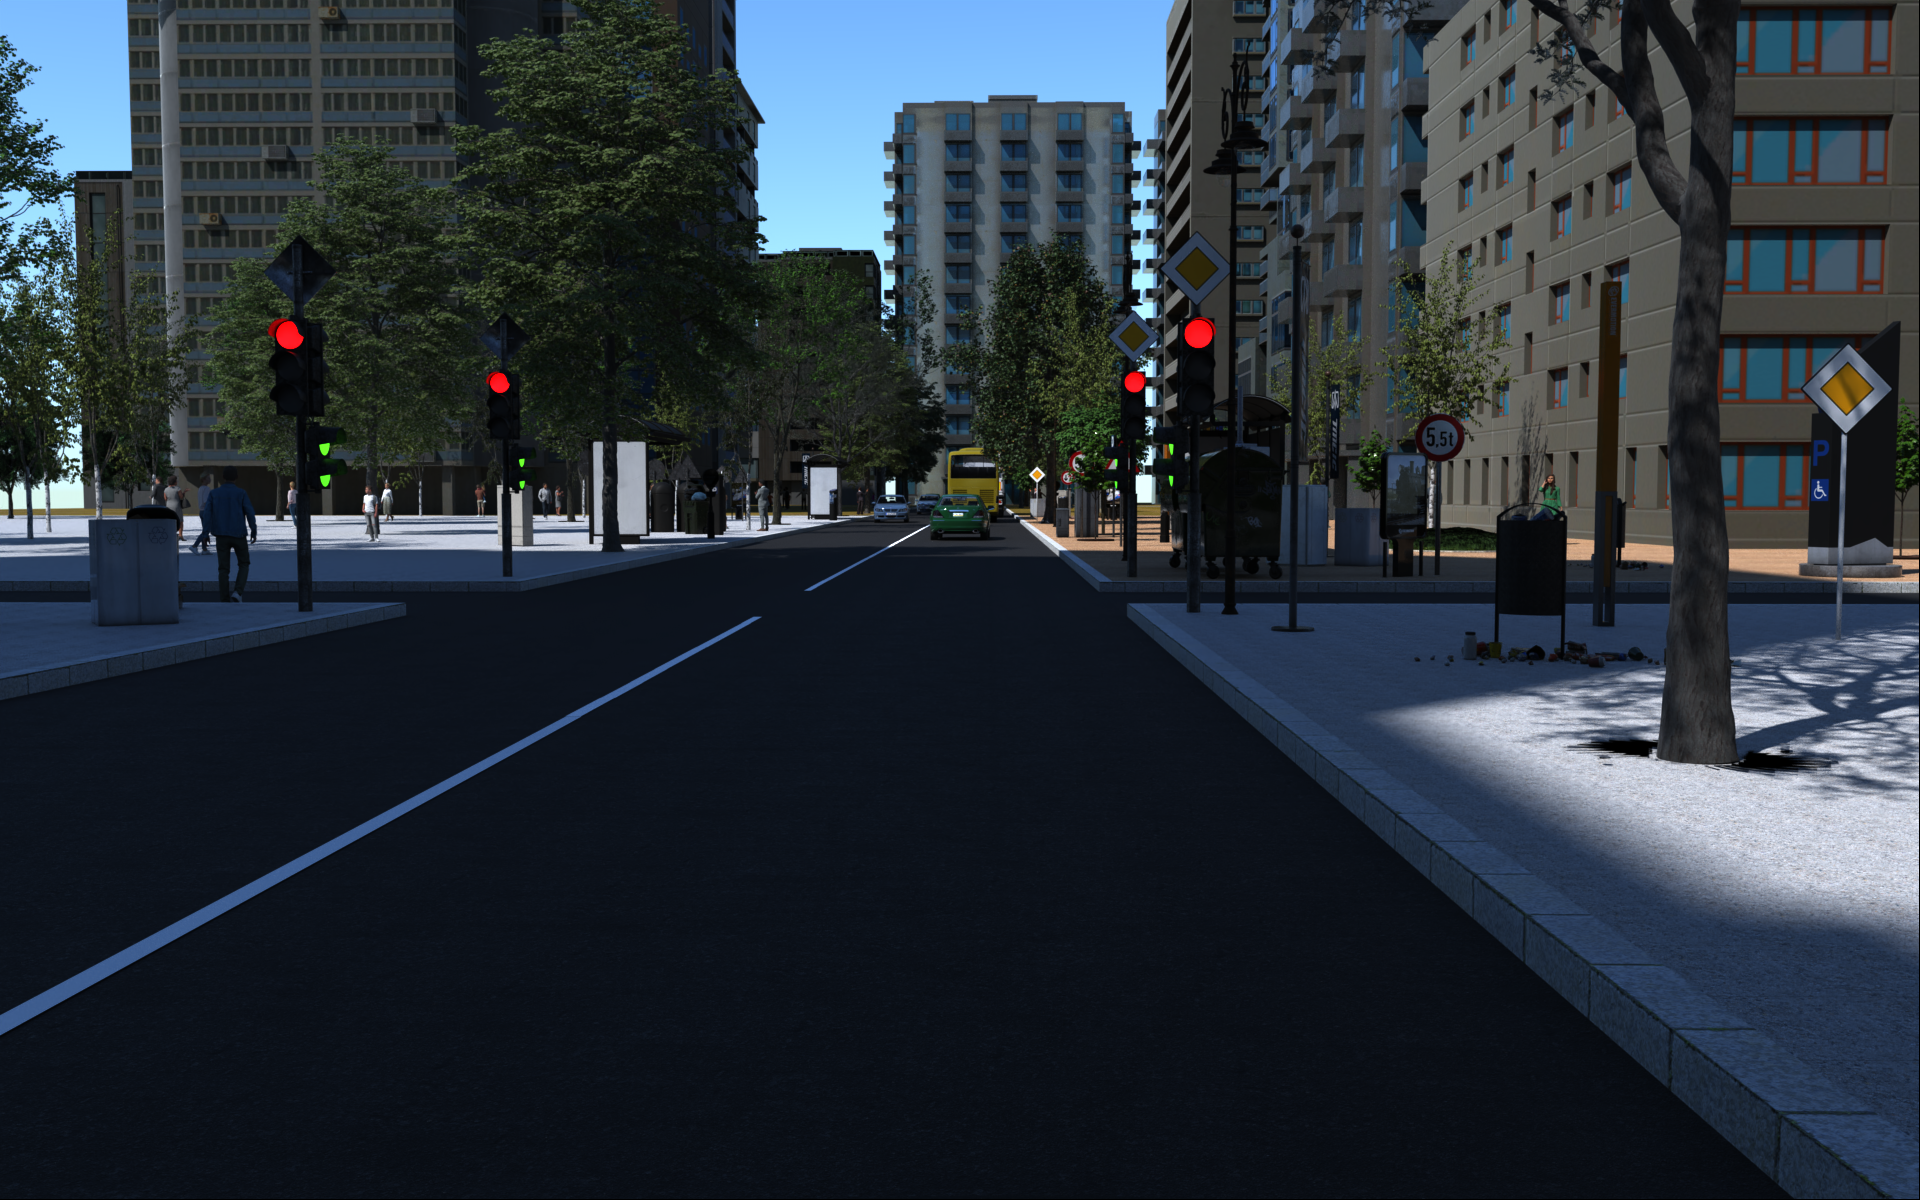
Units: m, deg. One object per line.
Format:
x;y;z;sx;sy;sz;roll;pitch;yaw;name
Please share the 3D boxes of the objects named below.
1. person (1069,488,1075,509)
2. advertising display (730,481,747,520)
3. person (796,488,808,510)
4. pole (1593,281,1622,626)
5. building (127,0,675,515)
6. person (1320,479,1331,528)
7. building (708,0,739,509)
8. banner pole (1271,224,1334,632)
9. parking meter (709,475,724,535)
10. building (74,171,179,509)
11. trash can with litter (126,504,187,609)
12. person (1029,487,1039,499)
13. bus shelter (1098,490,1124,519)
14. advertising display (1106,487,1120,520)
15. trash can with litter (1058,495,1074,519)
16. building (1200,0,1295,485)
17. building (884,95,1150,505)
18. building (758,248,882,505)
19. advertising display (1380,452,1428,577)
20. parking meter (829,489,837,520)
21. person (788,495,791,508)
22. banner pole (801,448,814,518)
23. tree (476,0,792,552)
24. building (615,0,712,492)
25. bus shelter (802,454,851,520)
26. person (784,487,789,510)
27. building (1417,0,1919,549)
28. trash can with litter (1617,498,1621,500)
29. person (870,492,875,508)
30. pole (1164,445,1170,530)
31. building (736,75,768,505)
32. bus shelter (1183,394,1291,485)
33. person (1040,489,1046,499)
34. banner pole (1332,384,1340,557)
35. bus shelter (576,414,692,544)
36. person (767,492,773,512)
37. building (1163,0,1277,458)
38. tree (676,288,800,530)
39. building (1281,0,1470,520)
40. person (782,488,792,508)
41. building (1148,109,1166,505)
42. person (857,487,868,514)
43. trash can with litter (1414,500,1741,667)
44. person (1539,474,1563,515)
9.685;-8.910;151.802;1.350;1.814;0.705;0;4;2;person
-11.117;-5.005;87.052;0.974;1.923;0.123;-3;5;-44;advertising display
-12.554;-8.149;139.295;1.348;1.823;0.705;-1;4;-12;person
6.260;-1.401;16.748;0.158;3.312;0.155;0;3;0;pole
-36.133;-25.838;114.329;32.217;40.220;23.993;0;4;1;building
13.115;-3.478;62.895;0.713;1.824;0.794;-3;5;-42;person
-34.330;-37.376;153.103;28.212;58.520;21.231;0;4;1;building
3.219;-1.613;16.395;0.401;3.779;0.863;1;4;22;banner pole
-7.622;-2.964;54.178;0.399;1.863;0.255;2;4;24;parking meter
-69.643;-23.579;157.225;14.107;30.474;14.160;0;4;1;building
-8.865;-0.466;19.013;0.624;1.170;1.055;-1;4;-18;trash can with litter
4.713;-6.365;110.921;0.742;1.727;0.445;2;4;27;person
8.293;-7.119;94.031;2.179;5.291;8.768;0;4;1;bus shelter
7.612;-4.923;85.703;0.123;1.923;0.974;-3;5;-42;advertising display
5.677;-4.782;89.237;2.233;1.210;1.678;1;4;13;trash can with litter
30.065;-49.603;123.677;22.319;86.520;31.000;0;4;1;building
6.266;-36.157;210.774;30.456;49.044;23.786;0;4;1;building
-16.604;-26.570;206.118;14.107;30.474;14.160;0;4;1;building
6.879;-1.323;26.853;0.974;1.923;0.123;-3;4;-36;advertising display
-6.173;-4.647;84.383;0.372;1.533;0.369;0;3;0;parking meter
-15.303;-8.867;154.274;0.557;1.426;1.065;1;4;19;person
-8.155;-6.335;93.601;0.863;3.779;0.401;1;4;14;banner pole
-7.584;-7.319;37.789;7.486;12.596;7.792;0;3;0;tree
-27.200;-29.540;133.097;14.600;45.320;14.200;0;4;1;building
-6.856;-5.848;89.537;2.014;3.302;5.546;0;4;1;bus shelter
-14.075;-8.237;140.350;0.705;1.869;1.348;0;4;-2;person
32.142;-12.744;53.398;28.899;21.520;27.650;0;4;1;building
11.363;-1.162;30.056;1.678;1.210;2.233;1;4;12;trash can with litter
-8.101;-9.269;160.814;0.599;1.433;0.991;-2;4;-30;person
7.393;-4.156;61.793;0.158;3.312;0.155;0;3;0;pole
-37.275;-38.206;213.908;27.495;52.752;28.713;0;4;1;building
5.921;-2.693;37.949;2.014;3.302;5.546;0;4;1;bus shelter
6.636;-8.316;142.829;1.217;1.723;0.721;2;4;29;person
7.508;-2.752;35.007;0.401;3.779;0.863;-1;4;-9;banner pole
-8.678;-3.225;46.647;2.014;3.302;5.546;0;4;1;bus shelter
-13.377;-6.873;121.679;1.065;1.426;0.557;-2;4;-34;person
29.655;-32.281;151.499;21.300;48.544;21.600;0;4;1;building
-7.768;-6.801;61.560;4.360;8.622;3.978;0;3;0;tree
28.310;-28.499;85.559;23.786;49.044;30.456;0;4;1;building
-16.463;-9.566;162.457;1.348;1.823;0.705;0;4;-8;person
37.300;-36.068;209.314;30.456;49.044;23.786;0;4;1;building
-6.158;-6.271;109.370;0.742;1.727;0.445;-1;4;-9;person
4.740;-0.132;13.222;2.233;1.210;1.678;2;4;29;trash can with litter
14.962;-2.301;43.903;0.600;1.795;0.529;1;4;15;person
